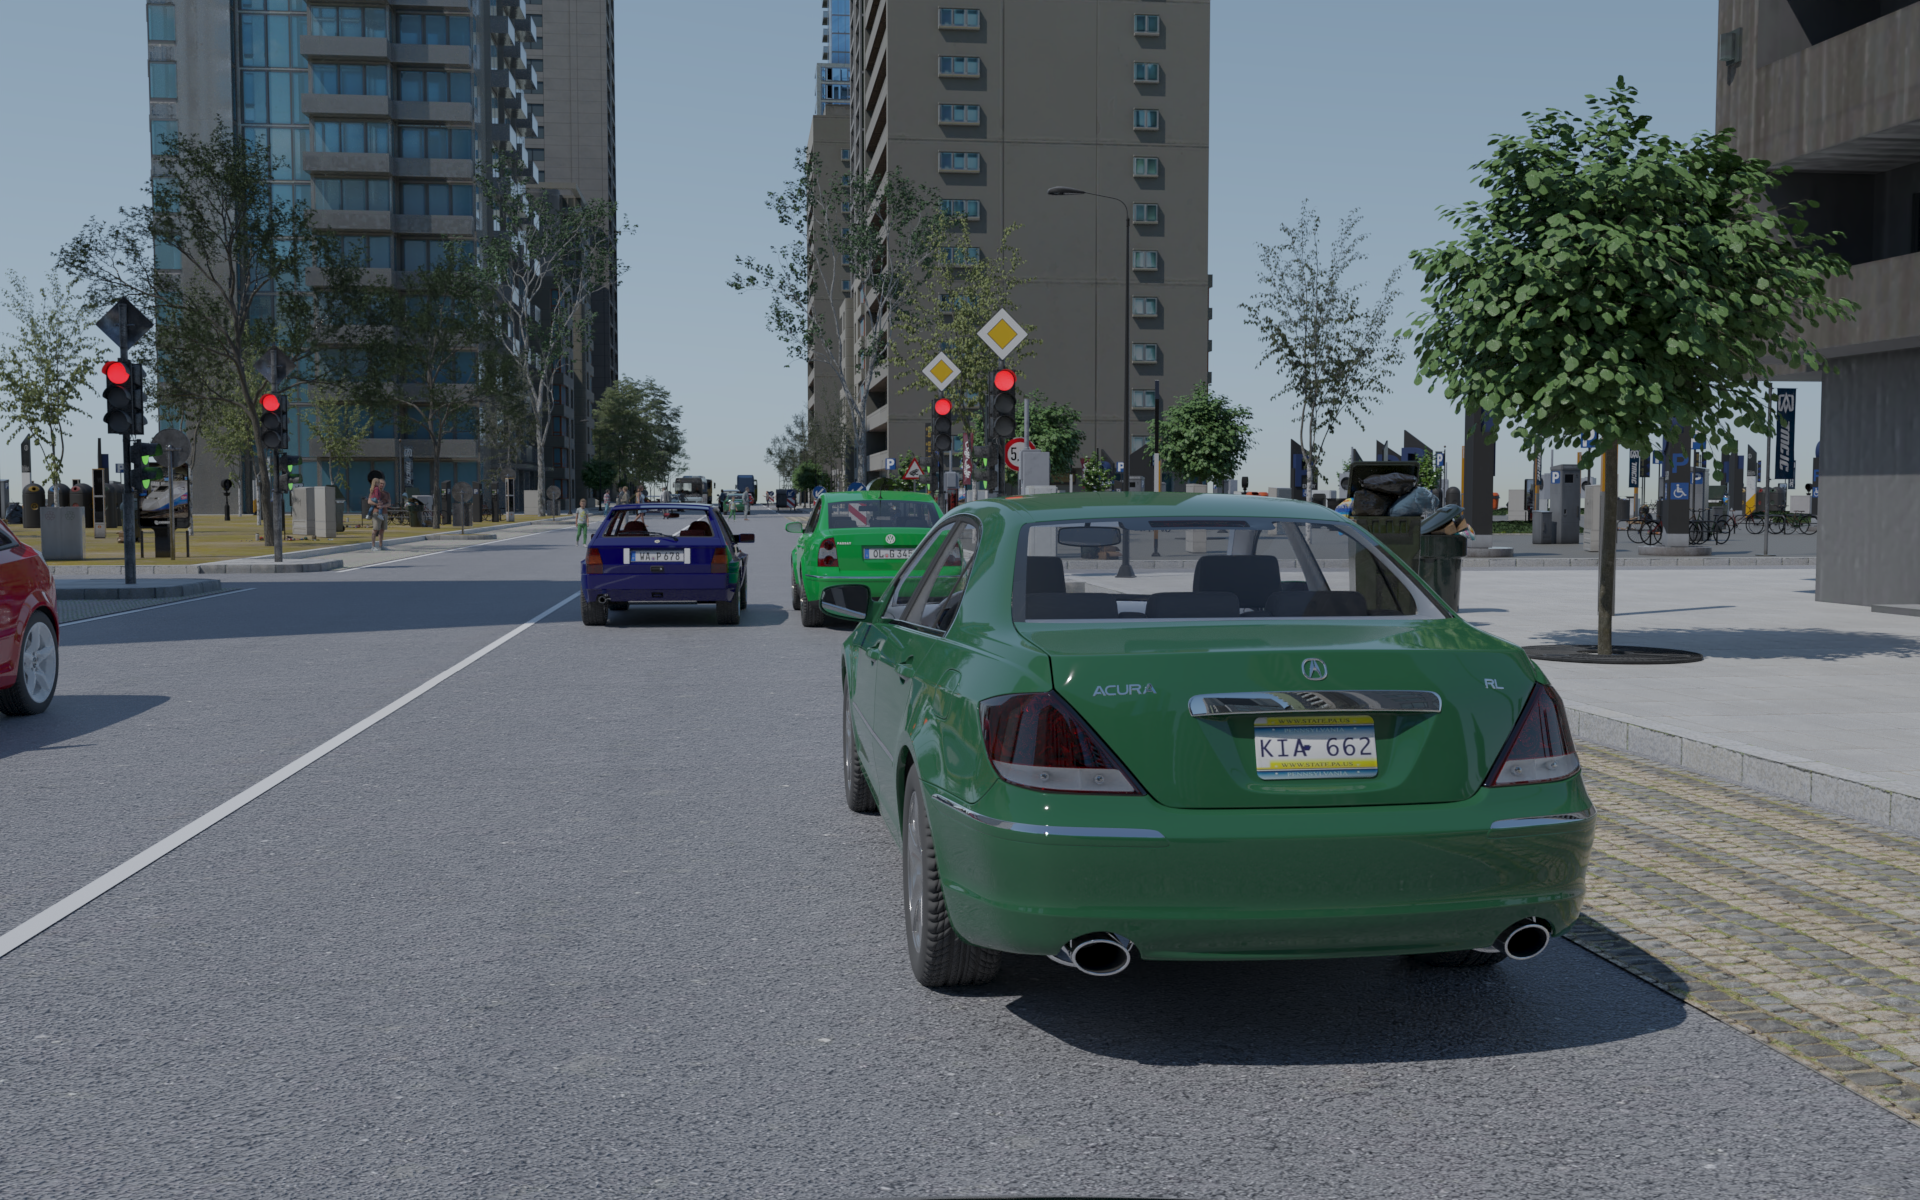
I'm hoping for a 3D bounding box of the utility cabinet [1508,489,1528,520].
[{"bbox_3d":[26.735,-4.513,82.468,1.173,1.500,0.318,1,4,21],"label":"utility cabinet"}]

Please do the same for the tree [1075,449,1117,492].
[{"bbox_3d":[5.403,-4.679,71.099,1.663,3.219,1.824,0,3,0],"label":"tree"}]

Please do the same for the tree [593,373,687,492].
[{"bbox_3d":[-33.959,-16.916,183.227,9.857,13.997,8.962,0,3,0],"label":"tree"}]

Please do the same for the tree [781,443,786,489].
[{"bbox_3d":[-14.846,-13.418,169.753,4.360,8.622,3.978,0,3,0],"label":"tree"}]

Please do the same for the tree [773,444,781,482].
[{"bbox_3d":[-22.502,-17.085,229.698,4.360,8.622,3.978,0,3,0],"label":"tree"}]

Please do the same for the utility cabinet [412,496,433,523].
[{"bbox_3d":[-23.555,-3.965,75.987,0.306,1.237,1.020,2,4,24],"label":"utility cabinet"}]

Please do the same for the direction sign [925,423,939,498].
[{"bbox_3d":[-0.848,-3.854,55.008,0.379,3.537,0.876,-2,4,-35],"label":"direction sign"}]

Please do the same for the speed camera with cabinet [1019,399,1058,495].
[{"bbox_3d":[1.612,-2.513,35.431,0.660,3.252,2.038,0,4,-3],"label":"speed camera with cabinet"}]

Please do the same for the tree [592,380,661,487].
[{"bbox_3d":[-33.714,-15.526,171.979,7.486,12.596,7.792,0,3,0],"label":"tree"}]

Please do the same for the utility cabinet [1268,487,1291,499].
[{"bbox_3d":[10.042,-2.793,54.339,0.318,1.500,1.173,2,4,33],"label":"utility cabinet"}]

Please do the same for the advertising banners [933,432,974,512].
[{"bbox_3d":[-0.219,-3.266,49.580,0.090,3.025,2.074,-2,4,-35],"label":"advertising banners"}]

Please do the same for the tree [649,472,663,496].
[{"bbox_3d":[-37.080,-15.734,207.604,4.737,8.622,4.395,0,3,0],"label":"tree"}]

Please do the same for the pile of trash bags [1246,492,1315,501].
[{"bbox_3d":[13.342,-3.749,71.053,1.912,1.369,3.447,-2,4,-32],"label":"pile of trash bags"}]

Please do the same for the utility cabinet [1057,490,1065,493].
[{"bbox_3d":[6.008,-5.841,104.183,0.318,1.500,1.173,1,4,21],"label":"utility cabinet"}]

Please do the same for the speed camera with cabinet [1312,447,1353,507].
[{"bbox_3d":[15.715,-4.790,72.650,2.038,3.252,0.660,3,5,40],"label":"speed camera with cabinet"}]

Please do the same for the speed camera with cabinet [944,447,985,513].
[{"bbox_3d":[0.236,-4.777,72.442,2.038,3.252,0.660,-1,4,-15],"label":"speed camera with cabinet"}]

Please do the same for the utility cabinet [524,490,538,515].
[{"bbox_3d":[-25.789,-5.889,104.965,1.173,1.500,0.318,0,4,3],"label":"utility cabinet"}]

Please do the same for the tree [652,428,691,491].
[{"bbox_3d":[-45.018,-20.765,265.263,9.928,11.665,9.643,0,3,0],"label":"tree"}]

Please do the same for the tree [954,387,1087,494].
[{"bbox_3d":[2.272,-4.258,53.324,4.285,4.588,4.351,0,3,0],"label":"tree"}]

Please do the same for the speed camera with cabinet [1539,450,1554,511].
[{"bbox_3d":[26.027,-5.084,77.452,0.660,3.252,2.038,0,4,-1],"label":"speed camera with cabinet"}]

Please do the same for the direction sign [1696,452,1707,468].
[{"bbox_3d":[39.659,-6.169,92.858,0.876,3.537,0.379,-1,4,-23],"label":"direction sign"}]

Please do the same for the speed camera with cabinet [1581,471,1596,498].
[{"bbox_3d":[33.173,-6.055,93.337,2.038,3.252,0.660,3,5,41],"label":"speed camera with cabinet"}]

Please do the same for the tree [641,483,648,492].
[{"bbox_3d":[-37.232,-12.745,202.989,1.663,3.219,1.824,0,3,0],"label":"tree"}]

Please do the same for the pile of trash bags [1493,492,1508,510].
[{"bbox_3d":[29.250,-4.968,90.983,1.912,1.369,3.447,-3,5,-39],"label":"pile of trash bags"}]

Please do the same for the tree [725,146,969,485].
[{"bbox_3d":[-6.203,-14.620,94.931,12.611,20.169,13.585,0,3,0],"label":"tree"}]

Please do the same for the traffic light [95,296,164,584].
[{"bbox_3d":[-11.848,-2.186,24.661,0.839,4.253,0.868,0,4,-7],"label":"traffic light"}]

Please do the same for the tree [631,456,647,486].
[{"bbox_3d":[-36.167,-15.052,196.457,4.360,8.622,3.978,0,3,0],"label":"tree"}]

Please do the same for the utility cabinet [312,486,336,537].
[{"bbox_3d":[-18.665,-2.586,50.962,0.318,1.500,1.173,-2,4,-34],"label":"utility cabinet"}]

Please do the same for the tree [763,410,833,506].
[{"bbox_3d":[-17.753,-15.730,191.598,8.767,10.594,7.601,0,4,2],"label":"tree"}]

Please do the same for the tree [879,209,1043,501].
[{"bbox_3d":[0.270,-5.749,44.360,4.737,8.622,4.395,0,3,0],"label":"tree"}]

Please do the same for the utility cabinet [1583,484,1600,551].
[{"bbox_3d":[14.171,-1.837,38.714,0.318,1.500,1.173,1,4,12],"label":"utility cabinet"}]

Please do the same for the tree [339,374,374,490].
[{"bbox_3d":[-37.317,-9.368,103.529,4.737,8.622,4.395,0,3,0],"label":"tree"}]

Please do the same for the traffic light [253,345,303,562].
[{"bbox_3d":[-12.848,-2.670,32.583,0.839,4.253,0.868,0,4,-7],"label":"traffic light"}]

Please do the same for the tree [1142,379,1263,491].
[{"bbox_3d":[6.920,-4.003,49.158,4.285,4.588,4.351,0,3,0],"label":"tree"}]

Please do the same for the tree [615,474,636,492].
[{"bbox_3d":[-31.476,-10.252,162.224,1.663,3.219,1.824,0,3,0],"label":"tree"}]

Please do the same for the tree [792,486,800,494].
[{"bbox_3d":[-20.909,-13.991,223.350,1.663,3.219,1.824,0,3,0],"label":"tree"}]

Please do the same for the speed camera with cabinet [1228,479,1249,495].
[{"bbox_3d":[16.859,-6.790,105.345,0.660,3.252,2.038,-2,4,-23],"label":"speed camera with cabinet"}]

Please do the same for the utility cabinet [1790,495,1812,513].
[{"bbox_3d":[39.533,-4.292,81.343,0.306,1.237,1.020,-2,4,-30],"label":"utility cabinet"}]

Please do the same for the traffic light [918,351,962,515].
[{"bbox_3d":[-0.387,-2.767,34.167,0.839,4.253,0.868,0,4,-7],"label":"traffic light"}]

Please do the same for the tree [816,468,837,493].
[{"bbox_3d":[-9.755,-8.164,128.087,1.663,3.219,1.824,0,3,0],"label":"tree"}]

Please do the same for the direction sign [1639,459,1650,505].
[{"bbox_3d":[32.205,-5.473,81.479,0.876,3.537,0.379,-3,4,-38],"label":"direction sign"}]

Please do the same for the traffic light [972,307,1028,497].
[{"bbox_3d":[0.613,-2.283,26.245,0.839,4.253,0.868,0,4,-7],"label":"traffic light"}]

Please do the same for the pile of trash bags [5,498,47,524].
[{"bbox_3d":[-39.990,-3.920,73.838,1.912,1.369,3.447,2,4,24],"label":"pile of trash bags"}]

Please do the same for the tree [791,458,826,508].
[{"bbox_3d":[-13.478,-10.563,156.422,4.285,4.588,4.351,0,3,0],"label":"tree"}]

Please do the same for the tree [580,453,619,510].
[{"bbox_3d":[-29.127,-9.538,139.655,4.285,4.588,4.351,0,3,0],"label":"tree"}]

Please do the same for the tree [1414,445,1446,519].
[{"bbox_3d":[18.247,-4.507,68.293,1.663,3.219,1.824,0,3,0],"label":"tree"}]

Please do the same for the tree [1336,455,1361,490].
[{"bbox_3d":[18.926,-5.436,83.485,1.663,3.219,1.824,0,3,0],"label":"tree"}]

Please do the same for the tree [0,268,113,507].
[{"bbox_3d":[-29.394,-6.441,55.674,4.737,8.622,4.395,0,3,0],"label":"tree"}]

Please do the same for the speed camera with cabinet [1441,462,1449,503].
[{"bbox_3d":[30.116,-6.962,108.167,0.660,3.252,2.038,1,4,12],"label":"speed camera with cabinet"}]

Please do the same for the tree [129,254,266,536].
[{"bbox_3d":[-23.794,-6.311,53.547,4.360,8.622,3.978,0,3,0],"label":"tree"}]

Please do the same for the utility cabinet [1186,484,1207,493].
[{"bbox_3d":[5.177,-1.786,37.888,0.318,1.500,1.173,0,3,0],"label":"utility cabinet"}]

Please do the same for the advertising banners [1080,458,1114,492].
[{"bbox_3d":[6.805,-5.343,83.547,2.074,3.025,0.090,0,4,-1],"label":"advertising banners"}]

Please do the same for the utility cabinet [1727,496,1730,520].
[{"bbox_3d":[33.123,-3.933,75.473,1.020,1.237,0.306,-3,4,-36],"label":"utility cabinet"}]

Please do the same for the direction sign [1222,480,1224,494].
[{"bbox_3d":[8.696,-3.990,57.238,0.379,3.537,0.876,1,4,19],"label":"direction sign"}]

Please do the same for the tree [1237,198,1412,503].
[{"bbox_3d":[9.165,-5.733,44.105,4.360,8.622,3.978,0,3,0],"label":"tree"}]

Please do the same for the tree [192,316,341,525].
[{"bbox_3d":[-28.778,-7.352,70.560,4.737,8.622,4.395,0,3,0],"label":"tree"}]

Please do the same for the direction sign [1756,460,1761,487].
[{"bbox_3d":[53.604,-7.619,116.572,0.379,3.537,0.876,-1,4,-11],"label":"direction sign"}]

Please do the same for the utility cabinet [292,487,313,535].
[{"bbox_3d":[-20.458,-2.770,53.973,0.318,1.500,1.173,-3,5,-41],"label":"utility cabinet"}]
